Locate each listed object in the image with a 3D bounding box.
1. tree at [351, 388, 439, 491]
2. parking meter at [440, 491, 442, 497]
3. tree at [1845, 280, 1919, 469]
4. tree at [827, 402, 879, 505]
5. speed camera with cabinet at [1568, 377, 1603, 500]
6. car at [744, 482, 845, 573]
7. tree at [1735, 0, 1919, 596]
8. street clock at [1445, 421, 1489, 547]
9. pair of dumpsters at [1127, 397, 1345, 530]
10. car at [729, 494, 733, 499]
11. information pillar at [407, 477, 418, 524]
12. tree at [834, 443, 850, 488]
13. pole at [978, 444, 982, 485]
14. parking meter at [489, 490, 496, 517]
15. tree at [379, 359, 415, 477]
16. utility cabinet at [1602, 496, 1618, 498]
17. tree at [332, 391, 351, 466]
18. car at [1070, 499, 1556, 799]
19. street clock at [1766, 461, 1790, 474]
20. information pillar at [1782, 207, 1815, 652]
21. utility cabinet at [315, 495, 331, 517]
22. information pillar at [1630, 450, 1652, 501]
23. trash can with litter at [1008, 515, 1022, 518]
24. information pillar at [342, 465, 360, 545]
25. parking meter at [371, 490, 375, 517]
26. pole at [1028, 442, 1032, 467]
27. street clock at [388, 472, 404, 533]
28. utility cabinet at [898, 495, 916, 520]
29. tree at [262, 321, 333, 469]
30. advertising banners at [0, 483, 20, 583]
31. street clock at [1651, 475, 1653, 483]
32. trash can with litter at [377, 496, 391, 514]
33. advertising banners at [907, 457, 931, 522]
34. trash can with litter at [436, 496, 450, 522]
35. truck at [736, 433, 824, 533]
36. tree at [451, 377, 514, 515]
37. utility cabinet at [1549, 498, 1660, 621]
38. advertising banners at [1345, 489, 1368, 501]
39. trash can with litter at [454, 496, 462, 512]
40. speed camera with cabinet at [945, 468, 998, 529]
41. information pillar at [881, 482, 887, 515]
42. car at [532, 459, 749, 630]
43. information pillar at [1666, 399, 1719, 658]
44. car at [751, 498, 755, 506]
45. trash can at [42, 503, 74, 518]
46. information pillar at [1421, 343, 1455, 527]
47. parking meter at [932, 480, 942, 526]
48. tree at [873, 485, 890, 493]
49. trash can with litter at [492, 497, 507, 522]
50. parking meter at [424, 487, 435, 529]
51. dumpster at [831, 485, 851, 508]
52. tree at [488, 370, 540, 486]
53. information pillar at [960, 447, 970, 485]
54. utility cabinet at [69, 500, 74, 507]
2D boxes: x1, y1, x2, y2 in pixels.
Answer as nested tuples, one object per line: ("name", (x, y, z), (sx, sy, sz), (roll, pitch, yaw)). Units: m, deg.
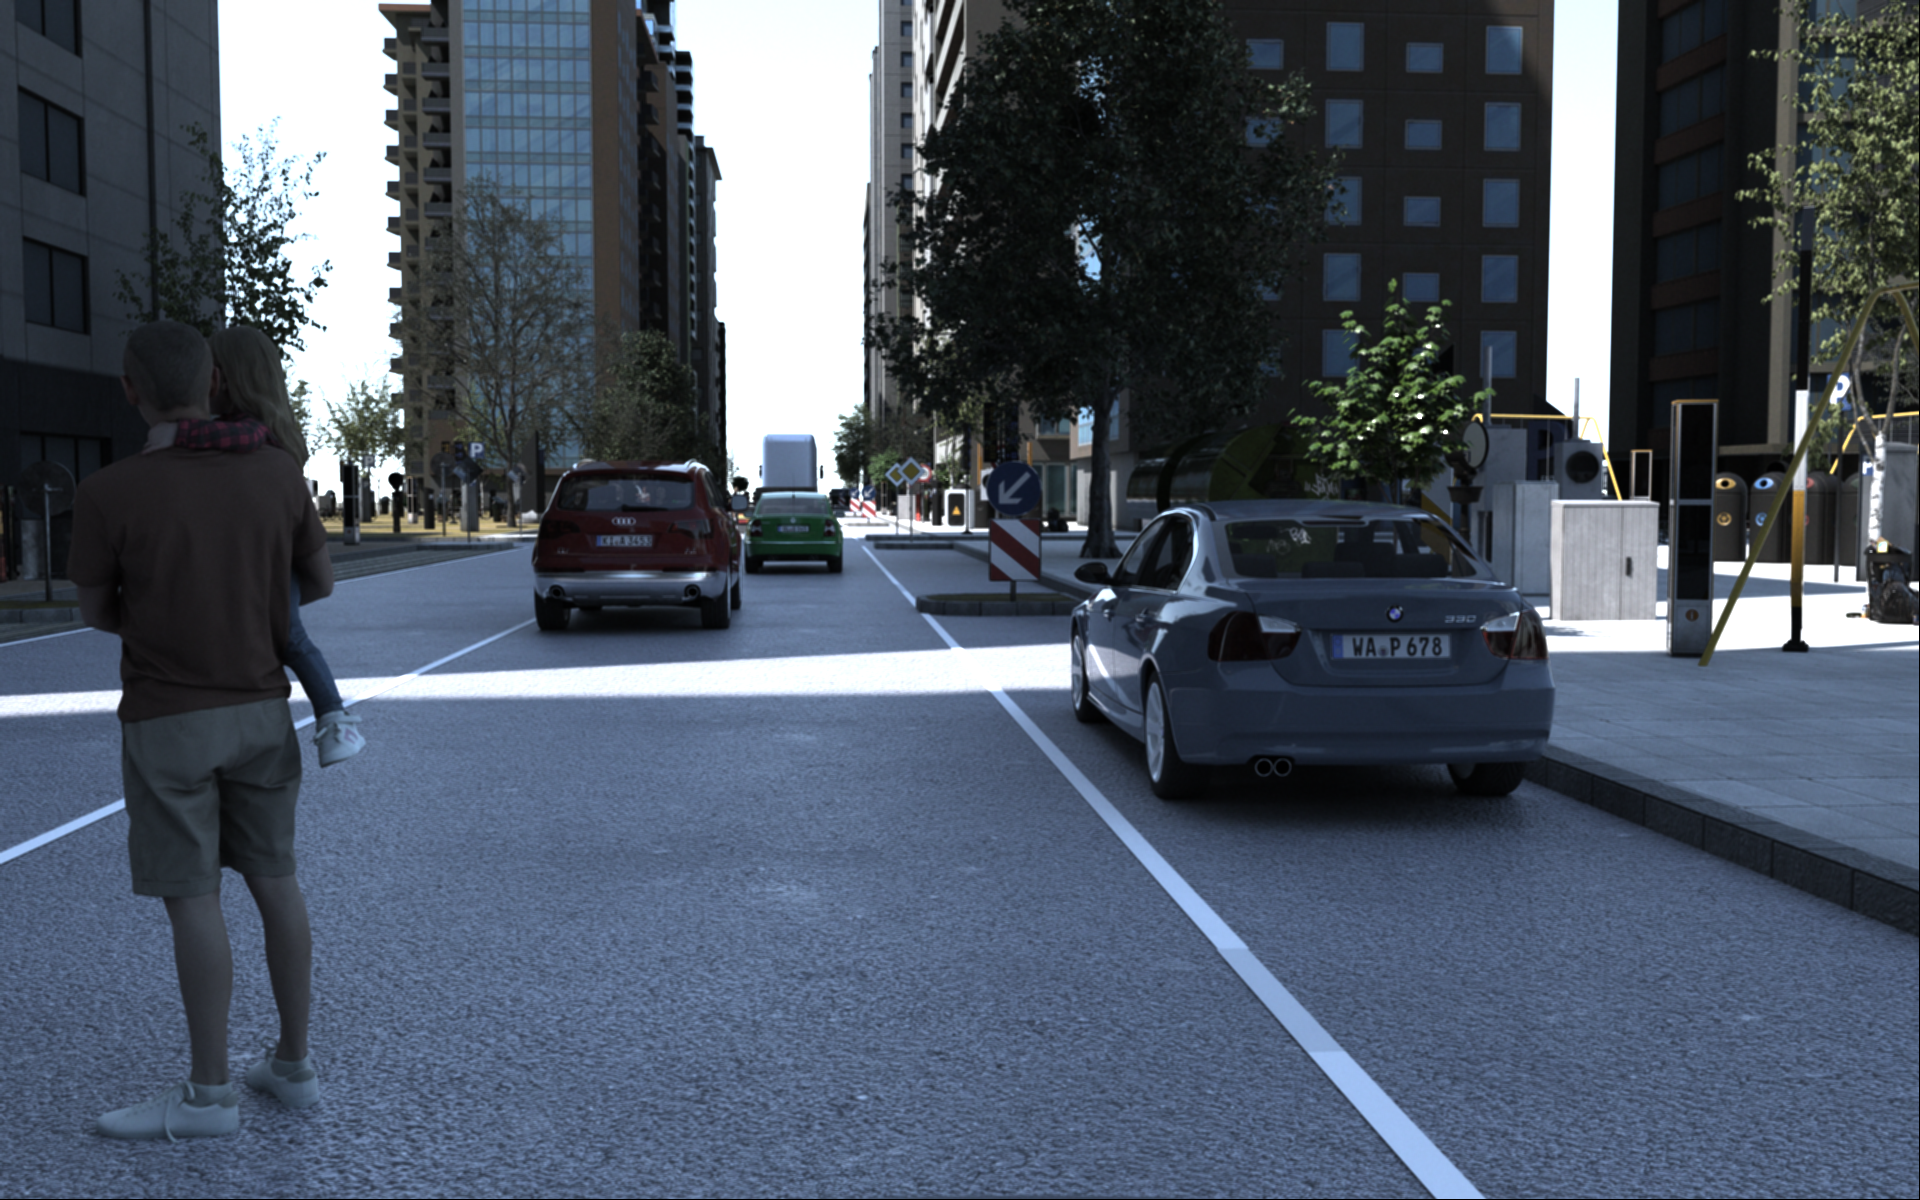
("tree", (-36.754, -10.000, 113.858), (4.360, 8.622, 3.978), (0, 3, 0))
("parking meter", (-36.379, -6.936, 121.817), (0.372, 1.533, 0.369), (0, 3, 0))
("tree", (25.015, -5.711, 43.743), (4.360, 8.622, 3.978), (0, 3, 0))
("tree", (-12.413, -17.986, 212.194), (7.486, 12.596, 7.792), (0, 3, 0))
("speed camera with cabinet", (9.736, -2.135, 29.247), (2.038, 3.252, 0.660), (0, 4, 4))
("car", (-3.144, -1.472, 32.862), (1.959, 1.807, 4.718), (0, 4, -5))
("tree", (11.744, -4.367, 21.760), (4.737, 8.622, 4.395), (0, 3, 0))
("street clock", (5.011, -0.773, 17.201), (0.471, 2.002, 0.358), (-3, 5, -40))
("pair of dumpsters", (3.036, -1.035, 19.423), (1.574, 2.255, 4.437), (0, 4, -5))
("car", (-24.926, -11.138, 191.699), (1.945, 1.707, 3.694), (0, 4, -6))
("information pillar", (-23.718, -4.314, 75.030), (0.304, 2.012, 0.304), (2, 4, 29))
("tree", (-14.571, -17.116, 230.206), (4.360, 8.622, 3.978), (0, 3, 0))
("pole", (0.815, -4.660, 70.039), (0.158, 3.312, 0.155), (0, 3, 0))
("parking meter", (-26.372, -5.465, 97.761), (0.372, 1.533, 0.369), (0, 3, 0))
("tree", (-30.882, -8.478, 88.984), (4.737, 8.622, 4.395), (0, 3, 0))
("utility cabinet", (25.796, -3.564, 69.431), (0.306, 1.237, 1.020), (-3, 5, -42))
("tree", (-41.091, -9.633, 107.860), (4.360, 8.622, 3.978), (0, 3, 0))
("car", (1.690, 0.155, 9.474), (2.014, 1.417, 4.499), (0, 4, -4))
("street clock", (17.903, -2.040, 37.928), (0.358, 2.002, 0.471), (-2, 4, -34))
("information pillar", (6.820, -1.387, 14.032), (0.183, 3.616, 0.504), (2, 4, 27))
("utility cabinet", (-35.475, -5.219, 96.486), (0.306, 1.237, 1.020), (1, 4, 19))
("information pillar", (11.422, -1.504, 29.088), (0.304, 2.012, 0.304), (1, 4, 15))
("trash can with litter", (2.159, -2.972, 59.972), (1.055, 1.170, 0.624), (0, 4, 5))
("information pillar", (-15.300, -2.387, 43.513), (0.304, 2.012, 0.304), (0, 4, 4))
("parking meter", (-32.755, -5.383, 96.421), (0.372, 1.533, 0.369), (0, 3, 0))
("pole", (2.751, -4.549, 68.211), (0.158, 3.312, 0.155), (0, 3, 0))
("street clock", (-18.761, -3.246, 57.646), (0.471, 2.002, 0.358), (0, 4, 0))
("utility cabinet", (-2.602, -4.528, 85.200), (1.020, 1.237, 0.306), (1, 4, 12))
("tree", (-30.312, -7.600, 74.625), (4.360, 8.622, 3.978), (0, 3, 0))
("advertising banners", (-13.896, -1.765, 25.046), (0.090, 3.025, 2.074), (-1, 4, -18))
("street clock", (22.825, -3.254, 57.766), (0.471, 2.002, 0.358), (1, 4, 14))
("trash can with litter", (-36.400, -5.993, 109.371), (0.624, 1.170, 1.055), (1, 4, 10))
("advertising banners", (-1.924, -5.172, 80.752), (0.090, 3.025, 2.074), (-2, 4, -32))
("trash can with litter", (-23.946, -4.214, 80.283), (0.624, 1.170, 1.055), (-1, 4, -15))
("truck", (-7.280, -4.969, 70.995), (2.967, 4.110, 18.799), (0, 4, -3))
("tree", (-29.479, -9.569, 106.813), (4.737, 8.622, 4.395), (0, 3, 0))
("utility cabinet", (6.546, -0.394, 17.596), (1.020, 1.237, 0.306), (0, 4, -6))
("advertising banners", (8.658, -2.757, 41.261), (2.074, 3.025, 0.090), (1, 4, 12))
("trash can with litter", (-35.917, -6.863, 123.604), (1.055, 1.170, 0.624), (-1, 4, -9))
("speed camera with cabinet", (0.489, -4.194, 62.901), (2.038, 3.252, 0.660), (1, 4, 18))
("information pillar", (-4.611, -6.158, 105.170), (0.304, 2.012, 0.304), (-1, 4, -14))
("car", (-3.588, -0.685, 19.873), (2.281, 1.827, 5.304), (0, 4, -5))
("information pillar", (5.760, -0.559, 13.635), (0.304, 2.012, 0.304), (1, 4, 15))
("car", (-17.237, -8.757, 152.210), (2.155, 1.783, 4.494), (0, 4, -6))
("trash can", (-14.613, -1.014, 28.233), (0.748, 1.137, 0.748), (0, 3, 0))
("information pillar", (7.487, -2.186, 27.099), (0.504, 3.616, 0.183), (2, 4, 30))
("parking meter", (-0.923, -3.911, 69.661), (0.255, 1.863, 0.399), (-3, 5, -45))
("tree", (-6.513, -9.166, 144.468), (1.663, 3.219, 1.824), (0, 3, 0))
("trash can with litter", (-20.749, -4.108, 78.557), (1.055, 1.170, 0.624), (3, 4, 37))
("parking meter", (-19.407, -3.359, 63.326), (0.372, 1.533, 0.369), (0, 3, 0))
("dumpster", (-11.403, -9.844, 165.904), (1.985, 2.255, 1.502), (0, 4, -4))
("tree", (-23.237, -8.911, 96.054), (4.360, 8.622, 3.978), (0, 3, 0))
("information pillar", (0.228, -5.085, 74.492), (0.504, 3.616, 0.183), (3, 5, 41))
("utility cabinet", (-15.144, -1.171, 30.308), (1.020, 1.237, 0.306), (-1, 4, -18))
